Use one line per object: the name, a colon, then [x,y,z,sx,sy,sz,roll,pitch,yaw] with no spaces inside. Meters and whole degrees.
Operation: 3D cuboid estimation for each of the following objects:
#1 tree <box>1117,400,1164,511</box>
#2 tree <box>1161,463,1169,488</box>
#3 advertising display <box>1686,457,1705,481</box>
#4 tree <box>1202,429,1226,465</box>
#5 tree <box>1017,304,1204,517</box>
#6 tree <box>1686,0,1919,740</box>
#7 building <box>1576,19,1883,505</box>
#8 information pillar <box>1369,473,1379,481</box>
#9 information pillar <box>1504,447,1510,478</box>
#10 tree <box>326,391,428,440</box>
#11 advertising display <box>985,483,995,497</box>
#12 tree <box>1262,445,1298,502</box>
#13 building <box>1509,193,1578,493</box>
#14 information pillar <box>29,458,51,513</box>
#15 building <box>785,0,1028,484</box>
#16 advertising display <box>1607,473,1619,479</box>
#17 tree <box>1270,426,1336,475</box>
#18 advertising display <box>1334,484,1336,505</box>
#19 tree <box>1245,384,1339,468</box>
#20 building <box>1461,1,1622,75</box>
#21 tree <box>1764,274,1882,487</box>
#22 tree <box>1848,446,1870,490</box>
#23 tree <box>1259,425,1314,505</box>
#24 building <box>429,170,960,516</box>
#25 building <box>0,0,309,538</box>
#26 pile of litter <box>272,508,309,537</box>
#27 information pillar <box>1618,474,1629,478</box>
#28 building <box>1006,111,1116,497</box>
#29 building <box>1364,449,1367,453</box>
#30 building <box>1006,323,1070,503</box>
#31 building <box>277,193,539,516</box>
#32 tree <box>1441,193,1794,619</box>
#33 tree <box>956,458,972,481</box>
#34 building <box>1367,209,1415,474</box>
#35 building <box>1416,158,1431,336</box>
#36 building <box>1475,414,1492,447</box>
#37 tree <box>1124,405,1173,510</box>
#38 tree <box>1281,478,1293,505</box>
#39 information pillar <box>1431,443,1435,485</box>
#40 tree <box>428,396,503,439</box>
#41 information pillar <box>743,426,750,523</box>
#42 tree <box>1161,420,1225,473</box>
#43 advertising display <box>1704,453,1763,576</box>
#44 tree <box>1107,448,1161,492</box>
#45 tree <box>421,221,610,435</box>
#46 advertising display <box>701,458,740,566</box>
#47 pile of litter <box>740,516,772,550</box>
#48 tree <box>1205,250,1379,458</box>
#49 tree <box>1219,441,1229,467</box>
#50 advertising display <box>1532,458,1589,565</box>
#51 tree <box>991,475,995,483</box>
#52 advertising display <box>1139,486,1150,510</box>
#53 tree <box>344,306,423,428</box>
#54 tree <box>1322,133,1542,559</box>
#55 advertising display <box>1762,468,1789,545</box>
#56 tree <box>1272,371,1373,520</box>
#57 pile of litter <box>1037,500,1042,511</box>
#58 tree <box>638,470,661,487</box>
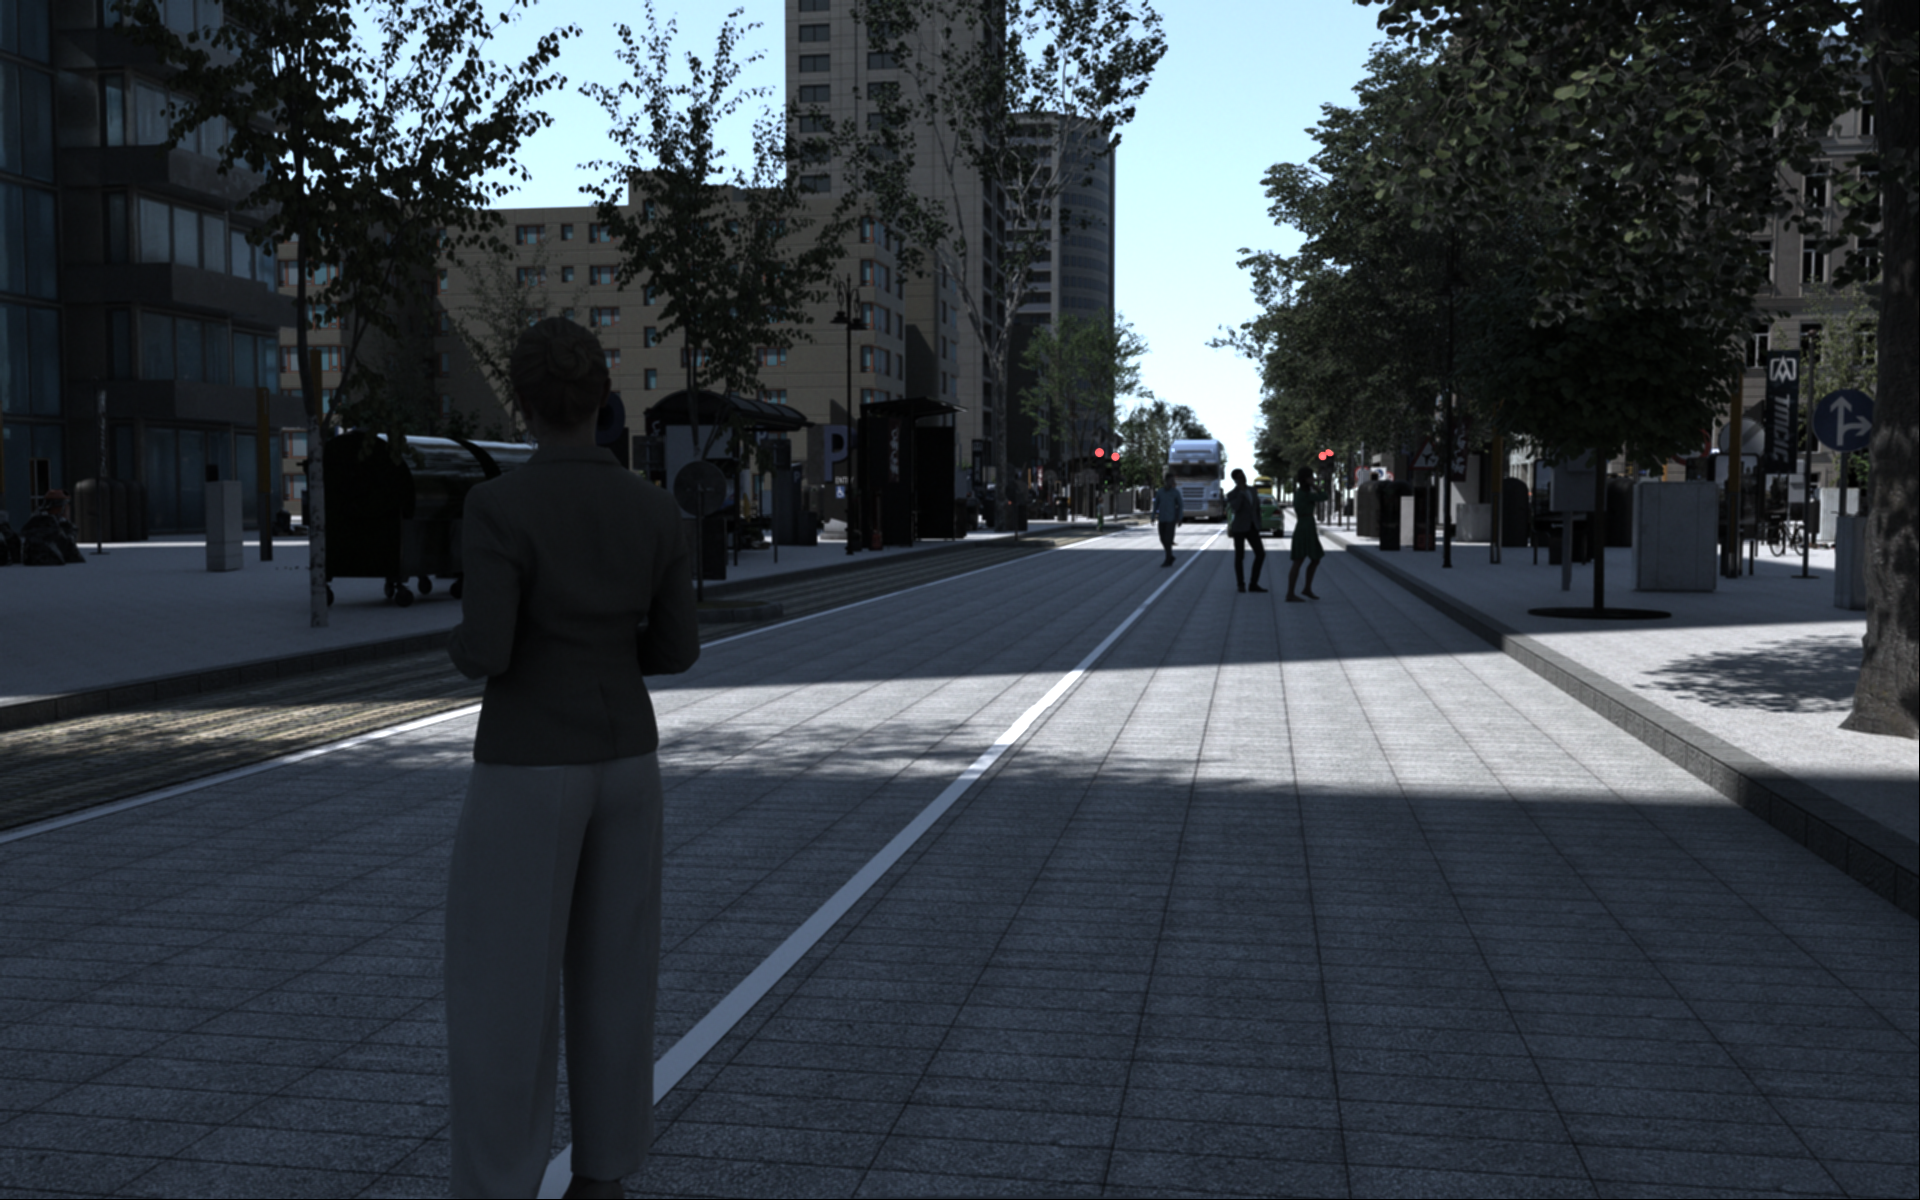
tree: [13.484,-11.169,132.976,4.360,8.622,3.978,0,3,0]
tree: [17.876,-10.704,158.726,4.285,4.588,4.351,0,3,0]
advertising display: [12.907,-1.532,30.260,0.123,1.923,0.974,0,4,2]
tree: [42.042,-23.247,298.206,7.486,12.596,7.792,0,3,0]
tree: [6.949,-10.420,96.121,9.928,11.665,9.643,0,3,0]
tree: [5.250,-6.251,8.860,9.857,13.997,8.962,0,3,0]
building: [46.400,-18.028,92.023,25.104,27.353,12.463,1,4,10]
information pillar: [14.216,-3.365,59.506,0.304,2.012,0.304,1,4,9]
information pillar: [26.474,-5.667,84.011,0.504,3.616,0.183,-2,4,-35]
tree: [-17.405,-4.151,51.590,4.285,4.588,4.351,0,3,0]
advertising display: [1.982,-6.078,104.595,0.974,1.923,0.123,0,4,-6]
tree: [51.930,-21.466,276.727,9.928,11.665,9.643,0,3,0]
building: [43.310,-16.087,117.771,10.420,20.320,16.860,1,4,10]
information pillar: [-18.830,-1.896,35.491,0.304,2.012,0.304,3,5,42]
building: [-4.151,-44.539,166.461,20.563,71.187,20.611,1,4,10]
advertising display: [20.120,-3.000,54.266,0.123,1.923,0.974,-3,5,-45]
tree: [35.267,-14.793,176.275,7.601,10.594,8.767,-2,4,-34]
advertising display: [25.296,-6.834,116.953,0.123,1.923,0.974,1,4,9]
tree: [31.314,-15.168,158.360,12.009,13.543,11.850,0,3,0]
building: [51.777,-31.064,158.012,14.600,45.320,14.200,1,4,10]
tree: [28.548,-6.476,56.252,4.737,8.622,4.395,0,3,0]
tree: [23.048,-2.985,43.413,1.663,3.219,1.824,0,3,0]
tree: [37.396,-16.914,194.664,7.486,12.596,7.792,0,3,0]
building: [-16.095,-16.684,117.820,27.650,21.520,28.899,1,4,10]
building: [-38.460,-26.540,53.532,30.456,49.044,23.786,1,4,10]
pile of litter: [-20.435,-2.383,52.927,1.176,0.858,1.719,2,4,33]
information pillar: [24.779,-3.687,64.770,0.304,2.012,0.304,-2,4,-24]
building: [12.202,-44.333,266.840,21.231,58.520,28.212,1,4,10]
building: [76.121,-32.186,297.940,14.160,30.474,14.107,1,4,10]
building: [-3.104,-21.280,192.969,27.650,21.520,28.899,1,4,10]
building: [-47.998,-16.633,116.992,28.899,21.520,27.650,1,4,10]
tree: [6.870,-2.112,18.251,4.285,4.588,4.351,0,3,0]
tree: [0.336,-10.426,154.173,4.285,4.588,4.351,0,3,0]
building: [77.248,-40.040,278.359,21.300,48.544,21.600,1,4,10]
building: [62.311,-32.958,193.483,22.147,44.769,28.867,1,4,10]
building: [50.036,-16.632,139.380,16.820,18.784,16.811,1,4,10]
tree: [15.657,-11.723,142.027,4.737,8.622,4.395,0,3,0]
tree: [48.695,-16.041,256.868,1.663,3.219,1.824,0,3,0]
information pillar: [21.611,-5.409,79.797,0.504,3.616,0.183,0,4,3]
tree: [-10.014,-2.431,34.344,1.663,3.219,1.824,0,3,0]
information pillar: [-7.091,-4.052,57.610,0.183,3.616,0.504,1,4,9]
tree: [27.731,-16.913,210.933,8.767,10.594,7.601,-2,4,-26]
advertising display: [12.149,-1.347,27.231,0.974,1.923,0.123,-2,4,-23]
tree: [11.717,-8.478,122.329,4.285,4.588,4.351,0,3,0]
tree: [-11.854,-5.921,47.179,4.360,8.622,3.978,0,3,0]
advertising display: [-4.346,-1.586,31.137,0.974,1.923,0.123,3,4,36]
pile of litter: [-4.975,-1.619,40.433,1.176,0.858,1.719,0,4,2]
tree: [25.758,-17.059,134.809,12.611,20.169,13.585,0,3,0]
tree: [22.437,-15.867,185.184,9.928,11.665,9.643,0,3,0]
advertising display: [10.885,-1.601,31.396,0.974,1.923,0.123,0,4,8]
tree: [3.030,-9.507,150.039,1.663,3.219,1.824,0,3,0]
advertising display: [14.481,-8.001,136.028,0.974,1.923,0.123,2,4,34]
tree: [-21.663,-7.140,67.103,4.360,8.622,3.978,0,3,0]
tree: [9.445,-5.129,34.223,4.360,8.622,3.978,0,3,0]
advertising display: [20.556,-2.356,43.735,0.974,1.923,0.123,-2,4,-31]
tree: [19.847,-8.786,94.007,4.737,8.622,4.395,0,3,0]
pile of litter: [5.303,-6.412,118.796,1.719,0.858,1.176,-1,4,-12]
tree: [-16.965,-6.025,93.115,1.663,3.219,1.824,0,3,0]
